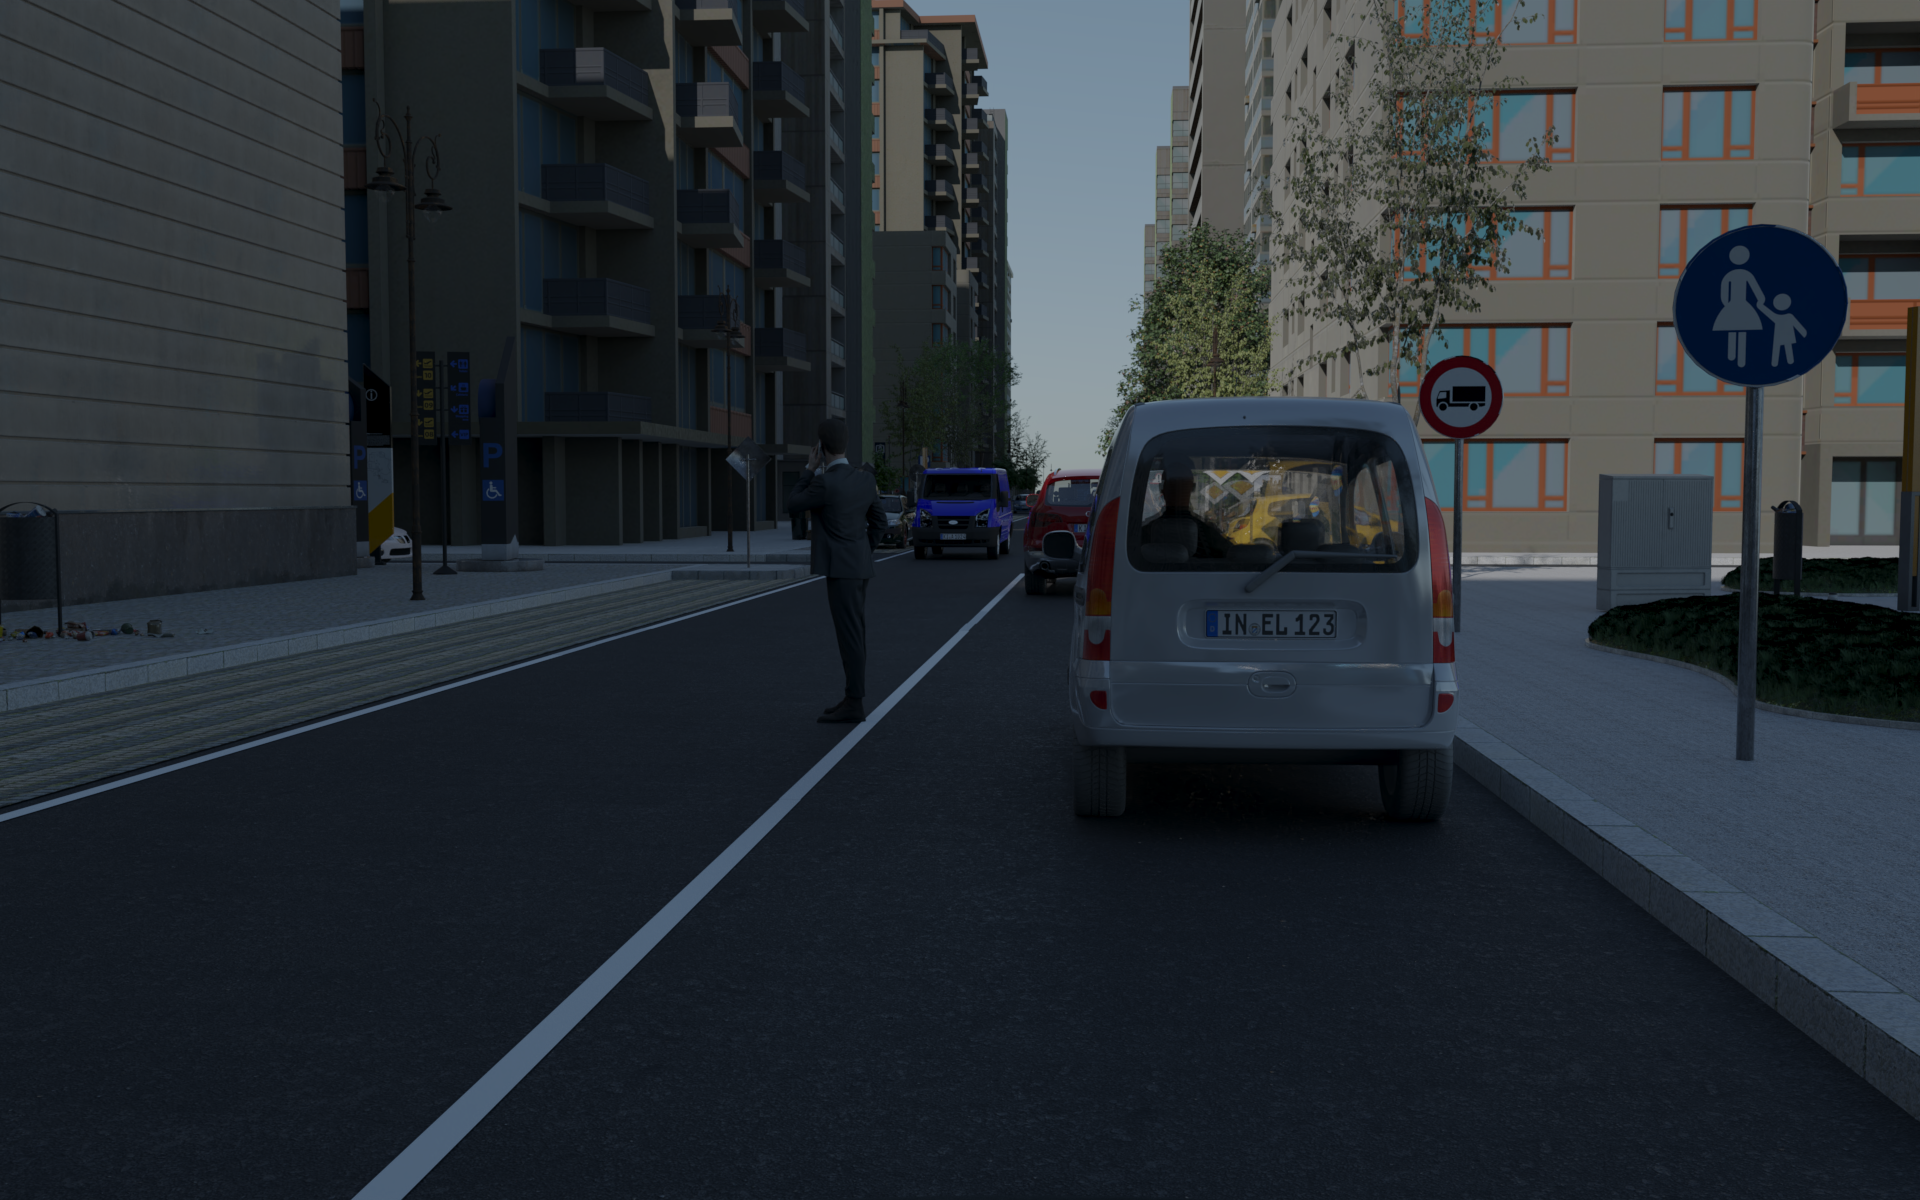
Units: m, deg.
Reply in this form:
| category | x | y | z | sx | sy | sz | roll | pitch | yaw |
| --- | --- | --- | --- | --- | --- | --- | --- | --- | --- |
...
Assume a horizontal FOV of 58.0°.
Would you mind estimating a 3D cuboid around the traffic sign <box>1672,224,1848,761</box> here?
| category | x | y | z | sx | sy | sz | roll | pitch | yaw |
| --- | --- | --- | --- | --- | --- | --- | --- | --- | --- |
| traffic sign | 3.790 | -0.500 | 8.286 | 0.768 | 2.556 | 0.104 | 1 | 4 | 14 |

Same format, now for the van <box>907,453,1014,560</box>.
| category | x | y | z | sx | sy | sz | roll | pitch | yaw |
| --- | --- | --- | --- | --- | --- | --- | --- | --- | --- |
| van | 0.101 | -2.163 | 39.747 | 2.240 | 2.365 | 5.245 | 0 | 4 | 6 |

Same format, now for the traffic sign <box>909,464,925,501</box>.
| category | x | y | z | sx | sy | sz | roll | pitch | yaw |
| --- | --- | --- | --- | --- | --- | --- | --- | --- | --- |
| traffic sign | -1.809 | -4.503 | 73.728 | 0.768 | 2.556 | 0.104 | 1 | 4 | 9 |

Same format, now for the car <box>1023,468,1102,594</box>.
| category | x | y | z | sx | sy | sz | roll | pitch | yaw |
| --- | --- | --- | --- | --- | --- | --- | --- | --- | --- |
| car | 2.091 | -1.069 | 26.157 | 2.281 | 1.827 | 5.304 | 0 | 4 | 6 |

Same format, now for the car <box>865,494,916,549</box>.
| category | x | y | z | sx | sy | sz | roll | pitch | yaw |
| --- | --- | --- | --- | --- | --- | --- | --- | --- | --- |
| car | -2.136 | -2.237 | 46.361 | 2.009 | 1.686 | 4.222 | 0 | 4 | 6 |

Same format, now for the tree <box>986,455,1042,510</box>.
| category | x | y | z | sx | sy | sz | roll | pitch | yaw |
| --- | --- | --- | --- | --- | --- | --- | --- | --- | --- |
| tree | 3.542 | -9.585 | 140.429 | 4.285 | 4.588 | 4.351 | 0 | 3 | 0 |

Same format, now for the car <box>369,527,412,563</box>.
| category | x | y | z | sx | sy | sz | roll | pitch | yaw |
| --- | --- | --- | --- | --- | --- | --- | --- | --- | --- |
| car | -13.362 | -1.355 | 34.513 | 4.827 | 1.381 | 2.083 | 0 | 4 | 5 |

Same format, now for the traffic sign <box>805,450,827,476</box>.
| category | x | y | z | sx | sy | sz | roll | pitch | yaw |
| --- | --- | --- | --- | --- | --- | --- | --- | --- | --- |
| traffic sign | -3.005 | -2.104 | 38.044 | 0.795 | 2.450 | 0.064 | 0 | 4 | 5 |

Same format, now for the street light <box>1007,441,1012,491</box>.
| category | x | y | z | sx | sy | sz | roll | pitch | yaw |
| --- | --- | --- | --- | --- | --- | --- | --- | --- | --- |
| street light | 4.169 | -10.667 | 147.199 | 0.468 | 5.910 | 1.993 | 0 | 4 | 5 |

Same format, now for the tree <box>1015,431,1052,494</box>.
| category | x | y | z | sx | sy | sz | roll | pitch | yaw |
| --- | --- | --- | --- | --- | --- | --- | --- | --- | --- |
| tree | 8.492 | -15.367 | 201.615 | 4.737 | 8.622 | 4.395 | 0 | 3 | 0 |

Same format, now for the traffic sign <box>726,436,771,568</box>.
| category | x | y | z | sx | sy | sz | roll | pitch | yaw |
| --- | --- | --- | --- | --- | --- | --- | --- | --- | --- |
| traffic sign | -3.676 | -1.617 | 30.087 | 0.795 | 2.450 | 0.064 | 0 | 4 | 5 |

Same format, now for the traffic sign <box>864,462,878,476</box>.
| category | x | y | z | sx | sy | sz | roll | pitch | yaw |
| --- | --- | --- | --- | --- | --- | --- | --- | --- | --- |
| traffic sign | -3.316 | -3.698 | 61.646 | 0.795 | 2.450 | 0.064 | 1 | 4 | 10 |

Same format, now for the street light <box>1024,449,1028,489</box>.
| category | x | y | z | sx | sy | sz | roll | pitch | yaw |
| --- | --- | --- | --- | --- | --- | --- | --- | --- | --- |
| street light | 6.873 | -12.619 | 179.104 | 0.468 | 5.910 | 1.993 | 0 | 4 | 5 |

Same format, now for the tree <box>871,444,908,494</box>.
| category | x | y | z | sx | sy | sz | roll | pitch | yaw |
| --- | --- | --- | --- | --- | --- | --- | --- | --- | --- |
| tree | -3.072 | -4.373 | 66.096 | 1.663 | 3.219 | 1.824 | 0 | 3 | 0 |

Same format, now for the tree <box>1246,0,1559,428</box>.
| category | x | y | z | sx | sy | sz | roll | pitch | yaw |
| --- | --- | --- | --- | --- | --- | --- | --- | --- | --- |
| tree | 5.737 | -4.404 | 22.370 | 4.360 | 8.622 | 3.978 | 0 | 3 | 0 |

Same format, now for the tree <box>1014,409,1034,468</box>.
| category | x | y | z | sx | sy | sz | roll | pitch | yaw |
| --- | --- | --- | --- | --- | --- | --- | --- | --- | --- |
| tree | 4.472 | -12.276 | 151.067 | 4.360 | 8.622 | 3.978 | 0 | 3 | 0 |

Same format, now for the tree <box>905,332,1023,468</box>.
| category | x | y | z | sx | sy | sz | roll | pitch | yaw |
| --- | --- | --- | --- | --- | --- | --- | --- | --- | --- |
| tree | 0.088 | -11.286 | 110.287 | 9.928 | 11.665 | 9.643 | 0 | 3 | 0 |

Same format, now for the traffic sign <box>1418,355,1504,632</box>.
| category | x | y | z | sx | sy | sz | roll | pitch | yaw |
| --- | --- | --- | --- | --- | --- | --- | --- | --- | --- |
| traffic sign | 4.609 | -0.973 | 16.015 | 0.768 | 2.556 | 0.104 | 0 | 4 | 5 |

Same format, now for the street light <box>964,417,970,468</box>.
| category | x | y | z | sx | sy | sz | roll | pitch | yaw |
| --- | --- | --- | --- | --- | --- | --- | --- | --- | --- |
| street light | 0.385 | -7.915 | 102.196 | 0.468 | 5.910 | 1.993 | 0 | 4 | 5 |

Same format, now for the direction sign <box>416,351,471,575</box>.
| category | x | y | z | sx | sy | sz | roll | pitch | yaw |
| --- | --- | --- | --- | --- | --- | --- | --- | --- | --- |
| direction sign | -8.236 | -2.177 | 27.597 | 0.876 | 3.537 | 0.379 | -1 | 4 | -11 |

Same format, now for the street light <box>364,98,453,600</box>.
| category | x | y | z | sx | sy | sz | roll | pitch | yaw |
| --- | --- | --- | --- | --- | --- | --- | --- | --- | --- |
| street light | -6.563 | -2.935 | 20.779 | 0.468 | 5.910 | 1.993 | 0 | 4 | 5 |

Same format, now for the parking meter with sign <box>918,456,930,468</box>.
| category | x | y | z | sx | sy | sz | roll | pitch | yaw |
| --- | --- | --- | --- | --- | --- | --- | --- | --- | --- |
| parking meter with sign | -1.524 | -4.974 | 77.592 | 0.543 | 3.016 | 1.738 | 0 | 4 | -6 |

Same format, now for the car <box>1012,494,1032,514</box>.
| category | x | y | z | sx | sy | sz | roll | pitch | yaw |
| --- | --- | --- | --- | --- | --- | --- | --- | --- | --- |
| car | 4.841 | -7.132 | 128.612 | 2.014 | 1.417 | 4.499 | 0 | 4 | 3 |

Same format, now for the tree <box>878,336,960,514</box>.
| category | x | y | z | sx | sy | sz | roll | pitch | yaw |
| --- | --- | --- | --- | --- | --- | --- | --- | --- | --- |
| tree | -2.092 | -8.009 | 81.306 | 4.737 | 8.622 | 4.395 | 0 | 3 | 0 |

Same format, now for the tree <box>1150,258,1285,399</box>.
| category | x | y | z | sx | sy | sz | roll | pitch | yaw |
| --- | --- | --- | --- | --- | --- | --- | --- | --- | --- |
| tree | 8.132 | -6.410 | 55.164 | 4.737 | 8.622 | 4.395 | 0 | 3 | 0 |

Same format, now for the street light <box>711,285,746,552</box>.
| category | x | y | z | sx | sy | sz | roll | pitch | yaw |
| --- | --- | --- | --- | --- | --- | --- | --- | --- | --- |
| street light | -5.116 | -4.013 | 38.393 | 0.468 | 5.910 | 1.993 | 0 | 4 | 5 |

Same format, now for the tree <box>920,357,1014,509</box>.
| category | x | y | z | sx | sy | sz | roll | pitch | yaw |
| --- | --- | --- | --- | --- | --- | --- | --- | --- | --- |
| tree | -0.155 | -8.737 | 93.209 | 4.360 | 8.622 | 3.978 | 0 | 3 | 0 |

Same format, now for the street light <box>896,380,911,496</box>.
| category | x | y | z | sx | sy | sz | roll | pitch | yaw |
| --- | --- | --- | --- | --- | --- | --- | --- | --- | --- |
| street light | -2.295 | -5.963 | 70.289 | 0.468 | 5.910 | 1.993 | 0 | 4 | 5 |

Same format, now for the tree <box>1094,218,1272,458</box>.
| category | x | y | z | sx | sy | sz | roll | pitch | yaw |
| --- | --- | --- | --- | --- | --- | --- | --- | --- | --- |
| tree | 10.393 | -9.484 | 72.077 | 9.611 | 12.733 | 9.660 | 0 | 3 | 0 |

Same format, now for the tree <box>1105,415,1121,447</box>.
| category | x | y | z | sx | sy | sz | roll | pitch | yaw |
| --- | --- | --- | --- | --- | --- | --- | --- | --- | --- |
| tree | 20.058 | -16.507 | 195.640 | 9.928 | 11.665 | 9.643 | 0 | 3 | 0 |

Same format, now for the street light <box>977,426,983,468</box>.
| category | x | y | z | sx | sy | sz | roll | pitch | yaw |
| --- | --- | --- | --- | --- | --- | --- | --- | --- | --- |
| street light | 1.358 | -8.717 | 115.302 | 0.468 | 5.910 | 1.993 | 0 | 4 | 5 |

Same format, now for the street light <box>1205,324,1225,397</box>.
| category | x | y | z | sx | sy | sz | roll | pitch | yaw |
| --- | --- | --- | --- | --- | --- | --- | --- | --- | --- |
| street light | 6.926 | -4.550 | 47.172 | 0.468 | 5.910 | 1.993 | 0 | 4 | 5 |

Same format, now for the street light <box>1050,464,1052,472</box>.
| category | x | y | z | sx | sy | sz | roll | pitch | yaw |
| --- | --- | --- | --- | --- | --- | --- | --- | --- | --- |
| street light | 13.799 | -17.692 | 262.056 | 0.468 | 5.910 | 1.993 | 0 | 4 | 5 |

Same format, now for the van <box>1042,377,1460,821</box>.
| category | x | y | z | sx | sy | sz | roll | pitch | yaw |
| --- | --- | --- | --- | --- | --- | --- | --- | --- | --- |
| van | 1.418 | -0.122 | 9.015 | 2.013 | 2.044 | 4.112 | 0 | 4 | 4 |
